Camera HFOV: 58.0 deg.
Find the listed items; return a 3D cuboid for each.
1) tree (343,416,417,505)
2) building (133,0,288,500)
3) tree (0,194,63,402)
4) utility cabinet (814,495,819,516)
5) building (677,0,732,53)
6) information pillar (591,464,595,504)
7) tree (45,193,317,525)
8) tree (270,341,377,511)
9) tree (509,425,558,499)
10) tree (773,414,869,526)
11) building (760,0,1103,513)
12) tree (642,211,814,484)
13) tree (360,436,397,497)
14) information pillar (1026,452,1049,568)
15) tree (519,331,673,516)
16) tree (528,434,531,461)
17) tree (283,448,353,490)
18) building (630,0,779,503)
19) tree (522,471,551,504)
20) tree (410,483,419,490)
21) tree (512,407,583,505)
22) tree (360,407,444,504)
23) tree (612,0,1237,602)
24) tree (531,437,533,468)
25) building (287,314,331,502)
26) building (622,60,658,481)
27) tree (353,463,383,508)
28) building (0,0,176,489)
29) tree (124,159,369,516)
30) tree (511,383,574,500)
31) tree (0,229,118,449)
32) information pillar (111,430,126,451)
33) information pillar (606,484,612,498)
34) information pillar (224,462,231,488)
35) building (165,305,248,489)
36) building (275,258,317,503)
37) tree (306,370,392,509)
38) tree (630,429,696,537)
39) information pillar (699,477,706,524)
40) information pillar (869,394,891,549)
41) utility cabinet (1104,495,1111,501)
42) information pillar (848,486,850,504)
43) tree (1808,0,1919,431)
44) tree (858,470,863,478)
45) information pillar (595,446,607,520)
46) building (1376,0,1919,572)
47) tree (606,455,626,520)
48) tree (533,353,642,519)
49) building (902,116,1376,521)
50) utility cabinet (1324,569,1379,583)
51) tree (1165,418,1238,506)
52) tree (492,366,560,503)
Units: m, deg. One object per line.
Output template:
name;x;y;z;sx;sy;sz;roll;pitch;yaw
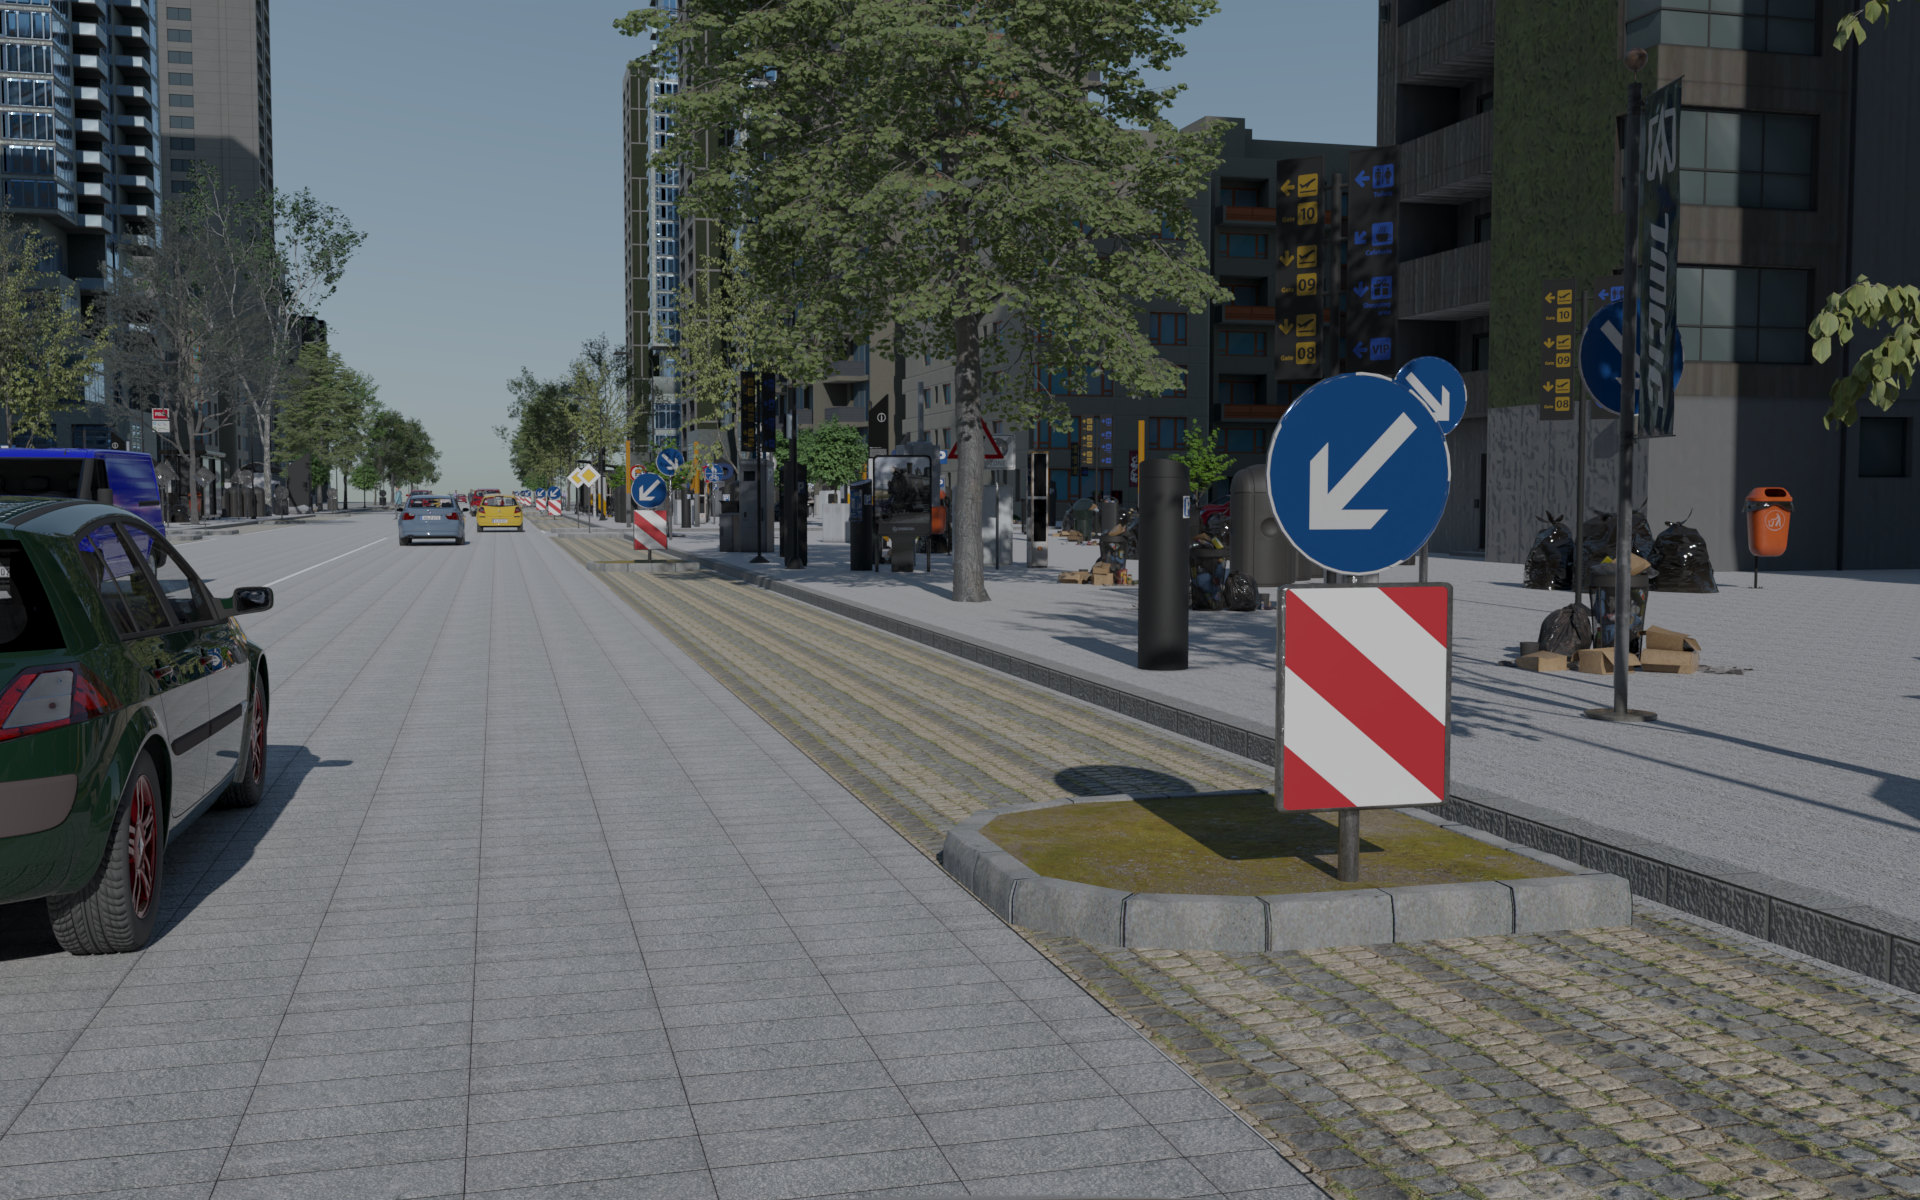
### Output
tree;-65.429;-15.866;193.823;7.601;10.594;8.767;3;5;45
building;-100.552;-48.498;231.195;20.563;71.187;20.611;-1;4;-15
tree;-23.943;-5.603;41.964;4.360;8.622;3.978;0;3;0
utility cabinet;-8.179;-5.625;103.133;1.020;1.237;0.306;-2;4;-31
building;-22.115;-46.119;192.292;20.563;71.187;20.611;-1;4;-15
information pillar;-24.729;-7.687;117.041;0.504;3.616;0.183;-3;5;-44
tree;-32.053;-9.875;71.832;12.009;13.543;11.850;0;3;0
tree;-47.243;-12.877;128.663;7.486;12.596;7.792;0;3;0
tree;-67.660;-22.594;276.069;9.857;13.997;8.962;0;3;0
tree;-4.904;-5.215;68.980;4.285;4.588;4.351;0;3;0
building;-2.610;-28.792;125.368;22.147;44.769;28.867;-1;4;-15
tree;-5.405;-5.629;42.402;4.737;8.622;4.395;0;3;0
tree;-67.756;-15.367;201.620;4.360;8.622;3.978;0;3;0
information pillar;1.343;-1.566;30.091;0.304;2.012;0.304;-1;4;-16
tree;-21.040;-10.111;99.735;8.767;10.594;7.601;-1;4;-19
tree;-39.462;-13.257;167.107;4.737;8.622;4.395;0;3;0
tree;-45.790;-8.418;121.344;4.285;4.588;4.351;0;3;0
building;-38.409;-58.026;261.402;22.319;86.520;31.000;-1;4;-15
tree;-56.463;-15.368;234.974;4.285;4.588;4.351;0;3;0
tree;-88.660;-20.210;280.802;4.737;8.622;4.395;0;3;0
tree;-46.190;-16.452;194.742;9.928;11.665;9.643;0;3;0
tree;-74.609;-19.005;227.734;9.611;12.733;9.660;0;3;0
tree;-0.283;-6.246;20.251;7.486;12.596;7.792;0;3;0
tree;-32.973;-11.937;145.536;4.737;8.622;4.395;0;3;0
building;-108.211;-30.773;274.841;14.160;30.474;14.107;-1;4;-15
building;-46.640;-51.901;286.830;20.563;71.187;20.611;-1;4;-15
tree;-56.447;-11.051;164.390;4.285;4.588;4.351;0;3;0
building;-77.058;-50.585;139.738;22.319;86.520;31.000;-1;4;-15
tree;-40.924;-14.890;99.337;12.611;20.169;13.585;0;3;0
tree;-42.128;-15.854;177.337;7.486;12.596;7.792;0;3;0
tree;-25.793;-5.945;47.568;4.737;8.622;4.395;0;3;0
information pillar;-30.877;-4.418;63.581;0.504;3.616;0.183;0;4;-3
information pillar;-24.399;-7.096;120.512;0.304;2.012;0.304;1;4;12
information pillar;-53.050;-8.204;125.482;0.504;3.616;0.183;1;4;13
building;-86.982;-19.901;170.422;27.650;21.520;28.899;-1;4;-15
building;-112.076;-34.326;253.111;32.217;40.220;23.993;-1;4;-15
tree;-51.312;-13.385;144.603;9.928;11.665;9.643;0;3;0
tree;-8.646;-3.501;51.847;1.663;3.219;1.824;0;3;0
information pillar;-11.042;-4.262;74.175;0.304;2.012;0.304;0;4;-5
information pillar;-1.887;-3.007;40.525;0.504;3.616;0.183;1;4;17
utility cabinet;6.489;-4.016;76.826;0.306;1.237;1.020;-2;4;-25
information pillar;-5.044;-5.340;78.661;0.183;3.616;0.504;0;4;-1
tree;4.431;-3.411;6.136;4.737;8.622;4.395;0;3;0
tree;-6.287;-6.862;106.797;1.663;3.219;1.824;0;3;0
information pillar;-17.494;-5.708;84.682;0.183;3.616;0.504;2;4;26
building;16.179;-16.146;35.685;14.160;30.474;14.107;-1;4;-15
tree;-16.849;-5.603;86.212;1.663;3.219;1.824;0;3;0
tree;-18.952;-8.584;90.704;4.737;8.622;4.395;0;3;0
building;13.922;-15.486;98.238;28.899;21.520;27.650;-1;4;-15
utility cabinet;3.196;-0.182;14.145;0.306;1.237;1.020;0;4;3
tree;5.952;-3.028;44.112;1.663;3.219;1.824;0;3;0
tree;-62.188;-24.370;254.338;12.611;20.169;13.585;0;3;0
